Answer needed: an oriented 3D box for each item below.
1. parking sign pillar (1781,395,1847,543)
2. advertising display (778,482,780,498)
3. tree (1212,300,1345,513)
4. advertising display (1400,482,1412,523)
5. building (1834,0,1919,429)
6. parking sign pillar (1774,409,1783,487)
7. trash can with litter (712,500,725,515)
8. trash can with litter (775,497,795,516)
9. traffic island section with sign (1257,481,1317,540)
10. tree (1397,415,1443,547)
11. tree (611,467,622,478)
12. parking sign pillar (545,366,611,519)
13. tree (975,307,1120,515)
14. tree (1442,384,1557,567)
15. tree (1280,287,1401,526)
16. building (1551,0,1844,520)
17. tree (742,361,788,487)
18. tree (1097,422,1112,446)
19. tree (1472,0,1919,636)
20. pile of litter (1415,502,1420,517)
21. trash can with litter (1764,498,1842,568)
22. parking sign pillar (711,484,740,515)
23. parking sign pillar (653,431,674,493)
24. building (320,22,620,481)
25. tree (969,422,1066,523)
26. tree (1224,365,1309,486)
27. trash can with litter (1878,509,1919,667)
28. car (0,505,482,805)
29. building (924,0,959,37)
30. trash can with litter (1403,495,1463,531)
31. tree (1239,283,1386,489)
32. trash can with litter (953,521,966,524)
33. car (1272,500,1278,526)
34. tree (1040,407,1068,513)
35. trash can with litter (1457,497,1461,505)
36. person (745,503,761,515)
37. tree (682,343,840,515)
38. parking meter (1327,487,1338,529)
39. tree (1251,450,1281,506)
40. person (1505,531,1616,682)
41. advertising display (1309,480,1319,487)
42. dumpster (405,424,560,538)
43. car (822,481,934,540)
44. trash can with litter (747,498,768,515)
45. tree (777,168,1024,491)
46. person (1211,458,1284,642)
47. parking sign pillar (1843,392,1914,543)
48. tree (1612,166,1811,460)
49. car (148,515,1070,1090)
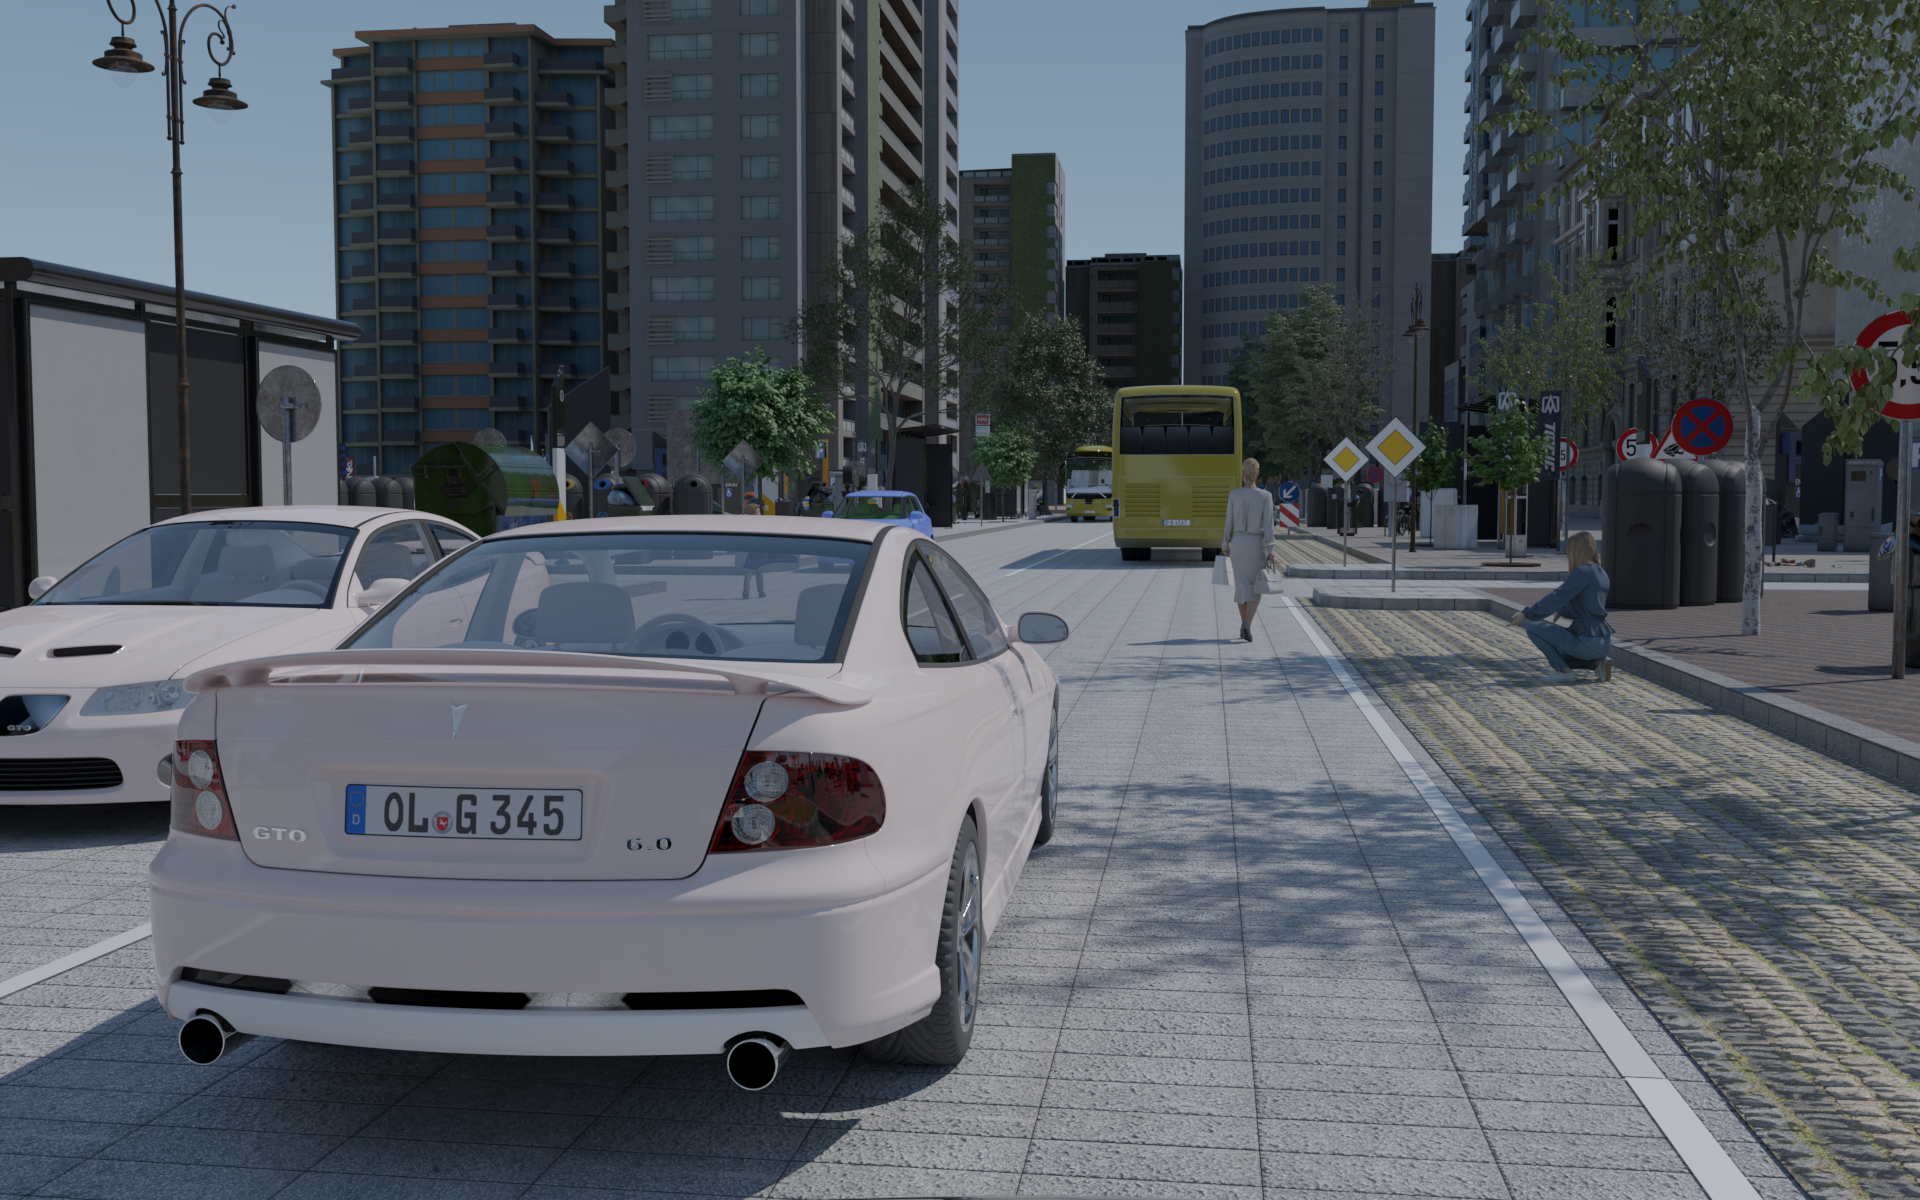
[{"bbox_3d":[23.074,-3.524,46.091,1.447,3.967,1.447,-2,4,-25],"label":"parking sign pillar"},{"bbox_3d":[-9.491,-5.217,90.509,0.123,1.923,0.974,0,4,-8],"label":"advertising display"},{"bbox_3d":[21.672,-12.775,115.521,9.857,13.997,8.962,0,3,0],"label":"tree"},{"bbox_3d":[20.077,-4.437,77.753,0.123,1.923,0.974,-2,4,-24],"label":"advertising display"},{"bbox_3d":[33.860,-11.660,45.400,16.860,20.320,10.420,0,4,8],"label":"building"},{"bbox_3d":[26.479,-4.068,54.992,1.447,3.967,1.447,-2,4,-27],"label":"parking sign pillar"},{"bbox_3d":[-6.023,-1.968,43.558,1.055,1.170,0.624,2,4,33],"label":"trash can with litter"},{"bbox_3d":[-11.639,-5.977,108.782,2.233,1.210,1.678,0,4,4],"label":"trash can with litter"},{"bbox_3d":[10.288,-2.829,54.876,1.989,1.847,2.006,0,4,8],"label":"traffic island section with sign"},{"bbox_3d":[11.403,-2.922,42.384,1.663,3.219,1.824,0,3,0],"label":"tree"},{"bbox_3d":[-20.062,-6.312,97.806,1.663,3.219,1.824,0,3,0],"label":"tree"},{"bbox_3d":[-8.014,-2.929,36.369,1.447,3.967,1.447,-2,4,-26],"label":"parking sign pillar"},{"bbox_3d":[5.257,-11.570,106.178,9.611,12.733,9.660,0,3,0],"label":"tree"},{"bbox_3d":[9.684,-2.215,30.809,1.663,3.219,1.824,0,3,0],"label":"tree"},{"bbox_3d":[13.431,-6.751,60.739,4.360,8.622,3.978,0,3,0],"label":"tree"},{"bbox_3d":[37.489,-16.165,83.375,14.460,24.649,34.723,0,4,8],"label":"building"},{"bbox_3d":[-11.035,-8.884,95.619,4.360,8.622,3.978,0,3,0],"label":"tree"},{"bbox_3d":[15.133,-13.656,173.633,4.360,8.622,3.978,0,3,0],"label":"tree"},{"bbox_3d":[7.001,-3.976,15.377,4.737,8.622,4.395,0,3,0],"label":"tree"},{"bbox_3d":[25.733,-5.148,98.138,1.176,0.858,1.719,-2,4,-28],"label":"pile of litter"},{"bbox_3d":[14.594,-1.215,30.930,1.678,1.210,2.233,-2,4,-26],"label":"trash can with litter"},{"bbox_3d":[-9.245,-4.872,68.133,1.447,3.967,1.447,2,4,35],"label":"parking sign pillar"},{"bbox_3d":[-12.338,-5.193,73.379,1.447,3.967,1.447,-1,4,-13],"label":"parking sign pillar"},{"bbox_3d":[-43.135,-31.177,164.367,28.867,44.769,22.147,0,4,8],"label":"building"},{"bbox_3d":[2.034,-5.813,78.748,4.285,4.588,4.351,0,3,0],"label":"tree"},{"bbox_3d":[24.178,-12.931,137.172,9.928,11.665,9.643,0,3,0],"label":"tree"},{"bbox_3d":[7.437,-0.088,12.828,1.055,1.170,0.624,0,4,2],"label":"trash can with litter"},{"bbox_3d":[-3.694,0.183,9.374,2.083,1.381,4.827,0,4,7],"label":"car"},{"bbox_3d":[-14.605,-37.829,160.503,28.212,58.520,21.231,0,4,8],"label":"building"},{"bbox_3d":[16.139,-3.031,60.618,1.678,1.210,2.233,-1,4,-22],"label":"trash can with litter"},{"bbox_3d":[18.937,-10.704,93.140,7.486,12.596,7.792,0,3,0],"label":"tree"},{"bbox_3d":[-0.574,-3.869,74.309,1.678,1.210,2.233,0,4,-2],"label":"trash can with litter"},{"bbox_3d":[13.326,-4.035,77.978,2.014,1.417,4.499,0,4,8],"label":"car"},{"bbox_3d":[6.820,-10.276,118.368,4.360,8.622,3.978,0,3,0],"label":"tree"},{"bbox_3d":[19.029,-3.390,66.812,0.624,1.170,1.055,1,4,21],"label":"trash can with litter"},{"bbox_3d":[-2.854,-0.670,23.733,0.475,1.303,0.640,1,4,9],"label":"person"},{"bbox_3d":[-4.342,-3.295,37.586,4.285,4.588,4.351,0,3,0],"label":"tree"},{"bbox_3d":[13.578,-3.350,63.183,0.372,1.533,0.369,0,3,0],"label":"parking meter"},{"bbox_3d":[26.161,-11.867,144.388,4.737,8.622,4.395,0,3,0],"label":"tree"},{"bbox_3d":[4.561,0.050,13.181,1.012,1.151,0.738,-3,4,-39],"label":"person"},{"bbox_3d":[16.721,-4.693,81.942,0.123,1.923,0.974,2,4,32],"label":"advertising display"},{"bbox_3d":[-6.635,-1.321,24.096,1.502,2.255,1.985,0,4,8],"label":"dumpster"},{"bbox_3d":[-1.583,-1.432,32.999,1.945,1.707,3.694,1,4,9],"label":"car"},{"bbox_3d":[-6.010,-2.433,51.174,0.624,1.170,1.055,0,4,-2],"label":"trash can with litter"},{"bbox_3d":[-1.825,-7.037,49.463,7.601,10.594,8.767,1,4,17],"label":"tree"},{"bbox_3d":[2.785,-0.494,16.924,0.694,1.780,0.624,3,4,38],"label":"person"},{"bbox_3d":[22.486,-3.290,42.260,1.447,3.967,1.447,2,4,26],"label":"parking sign pillar"},{"bbox_3d":[16.197,-5.309,37.171,4.360,8.622,3.978,0,3,0],"label":"tree"},{"bbox_3d":[-0.707,0.400,5.821,2.083,1.381,4.827,0,4,7],"label":"car"}]
